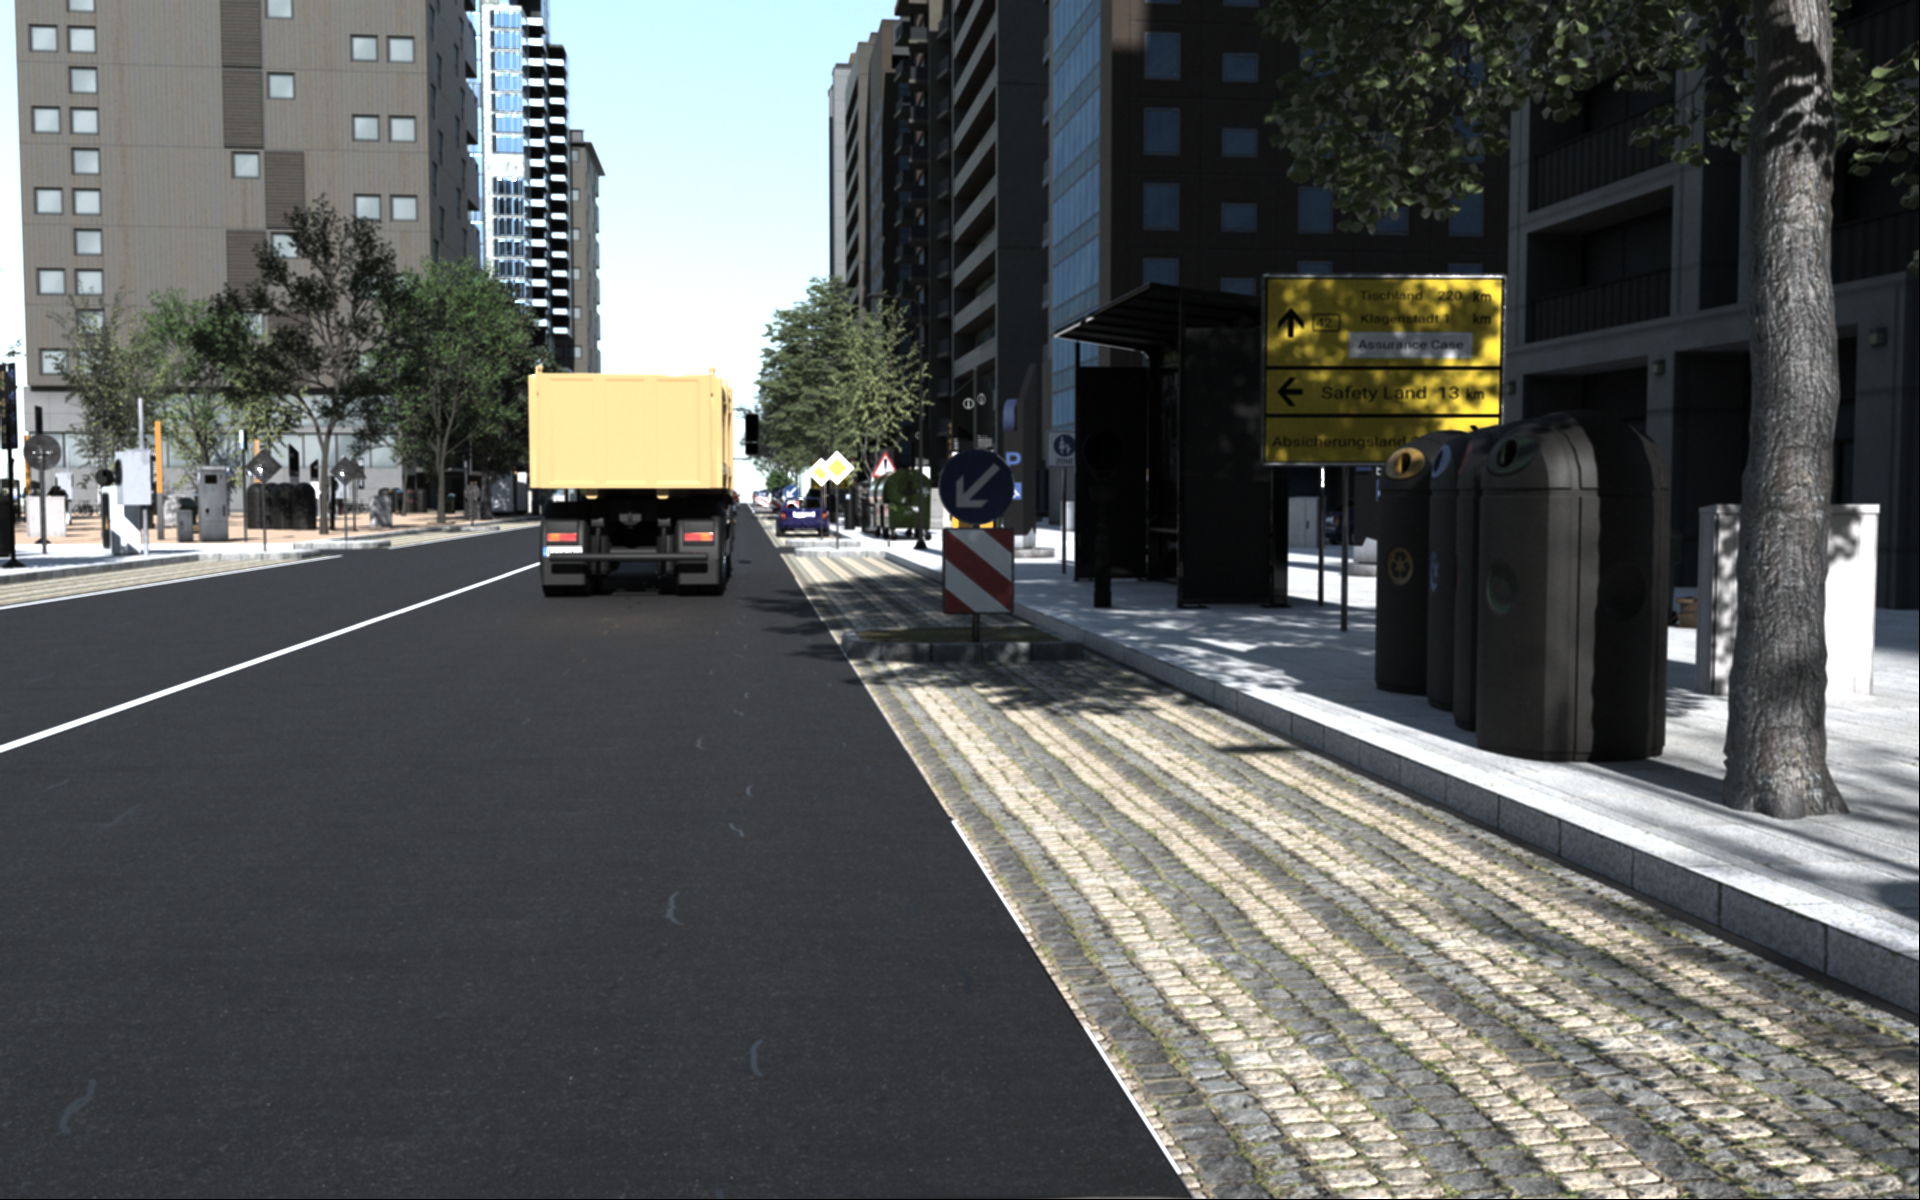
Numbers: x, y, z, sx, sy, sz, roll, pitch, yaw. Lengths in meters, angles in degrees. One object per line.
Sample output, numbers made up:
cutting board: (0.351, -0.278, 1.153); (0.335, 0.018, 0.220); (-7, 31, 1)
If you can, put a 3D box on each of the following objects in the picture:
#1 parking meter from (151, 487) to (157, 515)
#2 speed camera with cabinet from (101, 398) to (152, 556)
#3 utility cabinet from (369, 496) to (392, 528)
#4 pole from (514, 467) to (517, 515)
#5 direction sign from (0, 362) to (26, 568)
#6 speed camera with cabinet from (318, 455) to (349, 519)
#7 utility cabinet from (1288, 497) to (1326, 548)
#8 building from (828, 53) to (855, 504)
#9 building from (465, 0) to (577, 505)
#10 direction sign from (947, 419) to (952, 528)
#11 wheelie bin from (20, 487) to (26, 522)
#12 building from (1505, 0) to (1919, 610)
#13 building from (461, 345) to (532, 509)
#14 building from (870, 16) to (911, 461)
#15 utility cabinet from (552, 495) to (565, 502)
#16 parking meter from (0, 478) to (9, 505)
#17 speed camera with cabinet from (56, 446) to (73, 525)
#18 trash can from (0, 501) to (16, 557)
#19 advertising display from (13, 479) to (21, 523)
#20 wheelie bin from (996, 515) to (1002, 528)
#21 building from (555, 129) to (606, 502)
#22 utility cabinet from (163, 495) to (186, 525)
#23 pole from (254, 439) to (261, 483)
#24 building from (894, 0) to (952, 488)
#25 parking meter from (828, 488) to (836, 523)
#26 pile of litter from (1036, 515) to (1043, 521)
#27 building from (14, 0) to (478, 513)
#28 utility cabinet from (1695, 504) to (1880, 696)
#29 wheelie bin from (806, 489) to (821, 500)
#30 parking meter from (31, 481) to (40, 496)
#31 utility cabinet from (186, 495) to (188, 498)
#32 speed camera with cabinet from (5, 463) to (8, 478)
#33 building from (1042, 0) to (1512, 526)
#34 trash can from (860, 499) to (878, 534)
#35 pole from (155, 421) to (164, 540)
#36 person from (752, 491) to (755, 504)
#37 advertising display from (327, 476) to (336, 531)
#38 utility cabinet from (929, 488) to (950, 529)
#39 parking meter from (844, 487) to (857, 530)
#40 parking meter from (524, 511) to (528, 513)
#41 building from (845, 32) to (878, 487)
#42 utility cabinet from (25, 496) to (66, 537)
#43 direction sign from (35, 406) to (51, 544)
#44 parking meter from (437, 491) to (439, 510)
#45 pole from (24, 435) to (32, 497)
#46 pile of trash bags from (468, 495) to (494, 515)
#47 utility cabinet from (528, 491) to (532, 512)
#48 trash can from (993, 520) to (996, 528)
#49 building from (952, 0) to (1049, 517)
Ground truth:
parking meter: (-49.357, -6.141, 106.111); (0.399, 1.863, 0.255); (1, 4, 22)
speed camera with cabinet: (-17.419, -2.557, 36.145); (0.660, 3.252, 2.038); (-3, 4, -37)
utility cabinet: (-22.380, -3.411, 66.926); (0.306, 1.237, 1.020); (1, 4, 19)
pole: (-27.257, -6.872, 106.202); (0.158, 3.312, 0.155); (0, 3, 0)
direction sign: (-16.547, -2.335, 30.171); (0.379, 3.537, 0.876); (-3, 5, -44)
speed camera with cabinet: (-32.112, -5.773, 88.732); (2.038, 3.252, 0.660); (3, 5, 41)
utility cabinet: (8.272, -1.849, 41.392); (0.306, 1.237, 1.020); (-2, 4, -32)
building: (-7.544, -42.669, 239.630); (21.231, 58.520, 28.212); (0, 4, -7)
building: (-60.629, -55.656, 222.647); (22.319, 86.520, 31.000); (0, 4, -7)
direction sign: (-0.225, -3.701, 52.500); (0.379, 3.537, 0.876); (1, 4, 20)
wheelie bin: (-42.164, -4.328, 78.665); (0.980, 1.594, 0.693); (-1, 4, -20)
building: (19.910, -35.751, 22.775); (20.563, 71.187, 20.611); (0, 4, -7)
building: (-55.299, -19.252, 159.817); (27.650, 21.520, 28.899); (0, 4, -7)
building: (-0.973, -31.342, 162.557); (14.600, 45.320, 14.200); (0, 4, -7)
utility cabinet: (-27.978, -6.723, 121.087); (1.020, 1.237, 0.306); (-2, 4, -30)
parking meter: (-35.398, -3.579, 64.232); (0.255, 1.863, 0.399); (-2, 4, -35)
speed camera with cabinet: (-37.574, -4.780, 72.495); (0.660, 3.252, 2.038); (-2, 4, -32)
trash can: (-19.578, -1.438, 35.166); (0.748, 1.137, 0.748); (0, 3, 0)
advertising display: (-41.862, -4.357, 76.450); (0.974, 1.923, 0.123); (2, 4, 24)
wheelie bin: (0.999, -2.929, 55.796); (0.980, 1.594, 0.693); (0, 4, -3)
building: (-66.819, -40.556, 252.323); (28.713, 52.752, 27.495); (0, 4, -7)
utility cabinet: (-32.345, -3.662, 71.039); (1.020, 1.237, 0.306); (2, 4, 25)
pole: (-26.212, -4.331, 64.651); (0.158, 3.312, 0.155); (0, 3, 0)
building: (6.160, -29.797, 141.807); (22.147, 44.769, 28.867); (0, 4, -7)
parking meter: (-5.694, -4.213, 77.288); (0.372, 1.533, 0.369); (0, 3, 0)
pile of litter: (3.348, -4.093, 80.893); (1.719, 0.858, 1.176); (-1, 4, -20)
building: (-51.697, -33.132, 130.950); (28.713, 52.752, 27.495); (0, 4, -7)
utility cabinet: (5.307, 0.001, 11.143); (1.020, 1.237, 0.306); (0, 4, 2)
wheelie bin: (-8.502, -5.657, 100.407); (0.980, 1.594, 0.693); (-2, 4, -34)
parking meter: (-40.846, -4.333, 76.548); (0.399, 1.863, 0.255); (2, 4, 28)
utility cabinet: (-44.051, -5.303, 97.865); (1.020, 1.237, 0.306); (2, 4, 26)
speed camera with cabinet: (-60.709, -7.042, 109.480); (0.660, 3.252, 2.038); (1, 4, 22)
building: (11.261, -25.389, 65.227); (14.200, 45.320, 14.600); (0, 4, -7)
trash can: (-2.873, -2.702, 55.825); (0.748, 1.137, 0.748); (0, 3, 0)
pole: (-22.356, -3.335, 48.364); (0.158, 3.312, 0.155); (0, 3, 0)
person: (-28.961, -14.352, 243.085); (0.705, 1.831, 1.348); (0, 4, 7)
advertising display: (-22.219, -3.427, 61.241); (0.123, 1.923, 0.974); (-2, 4, -27)
utility cabinet: (-0.830, -3.305, 62.715); (0.318, 1.500, 1.173); (-2, 4, -35)
parking meter: (-3.956, -3.287, 62.155); (0.372, 1.533, 0.369); (0, 3, 0)
parking meter: (-28.875, -6.515, 114.925); (0.372, 1.533, 0.369); (0, 3, 0)
building: (-0.600, -34.059, 180.561); (21.300, 48.544, 21.600); (0, 4, -7)
utility cabinet: (-27.373, -2.490, 51.868); (1.020, 1.237, 0.306); (-3, 5, -40)
direction sign: (-23.826, -3.235, 44.883); (0.379, 3.537, 0.876); (-1, 4, -19)
parking meter: (-34.725, -6.555, 115.589); (0.372, 1.533, 0.369); (0, 3, 0)
pole: (-32.108, -4.027, 59.682); (0.158, 3.312, 0.155); (0, 3, 0)
pile of trash bags: (-29.961, -6.061, 108.850); (1.912, 1.369, 3.447); (-1, 4, -13)
utility cabinet: (-29.791, -6.752, 119.067); (1.173, 1.500, 0.318); (2, 4, 30)
trash can: (0.541, -1.768, 40.554); (0.748, 1.137, 0.748); (0, 3, 0)
building: (11.339, -29.563, 107.056); (21.300, 48.544, 21.600); (0, 4, -7)
